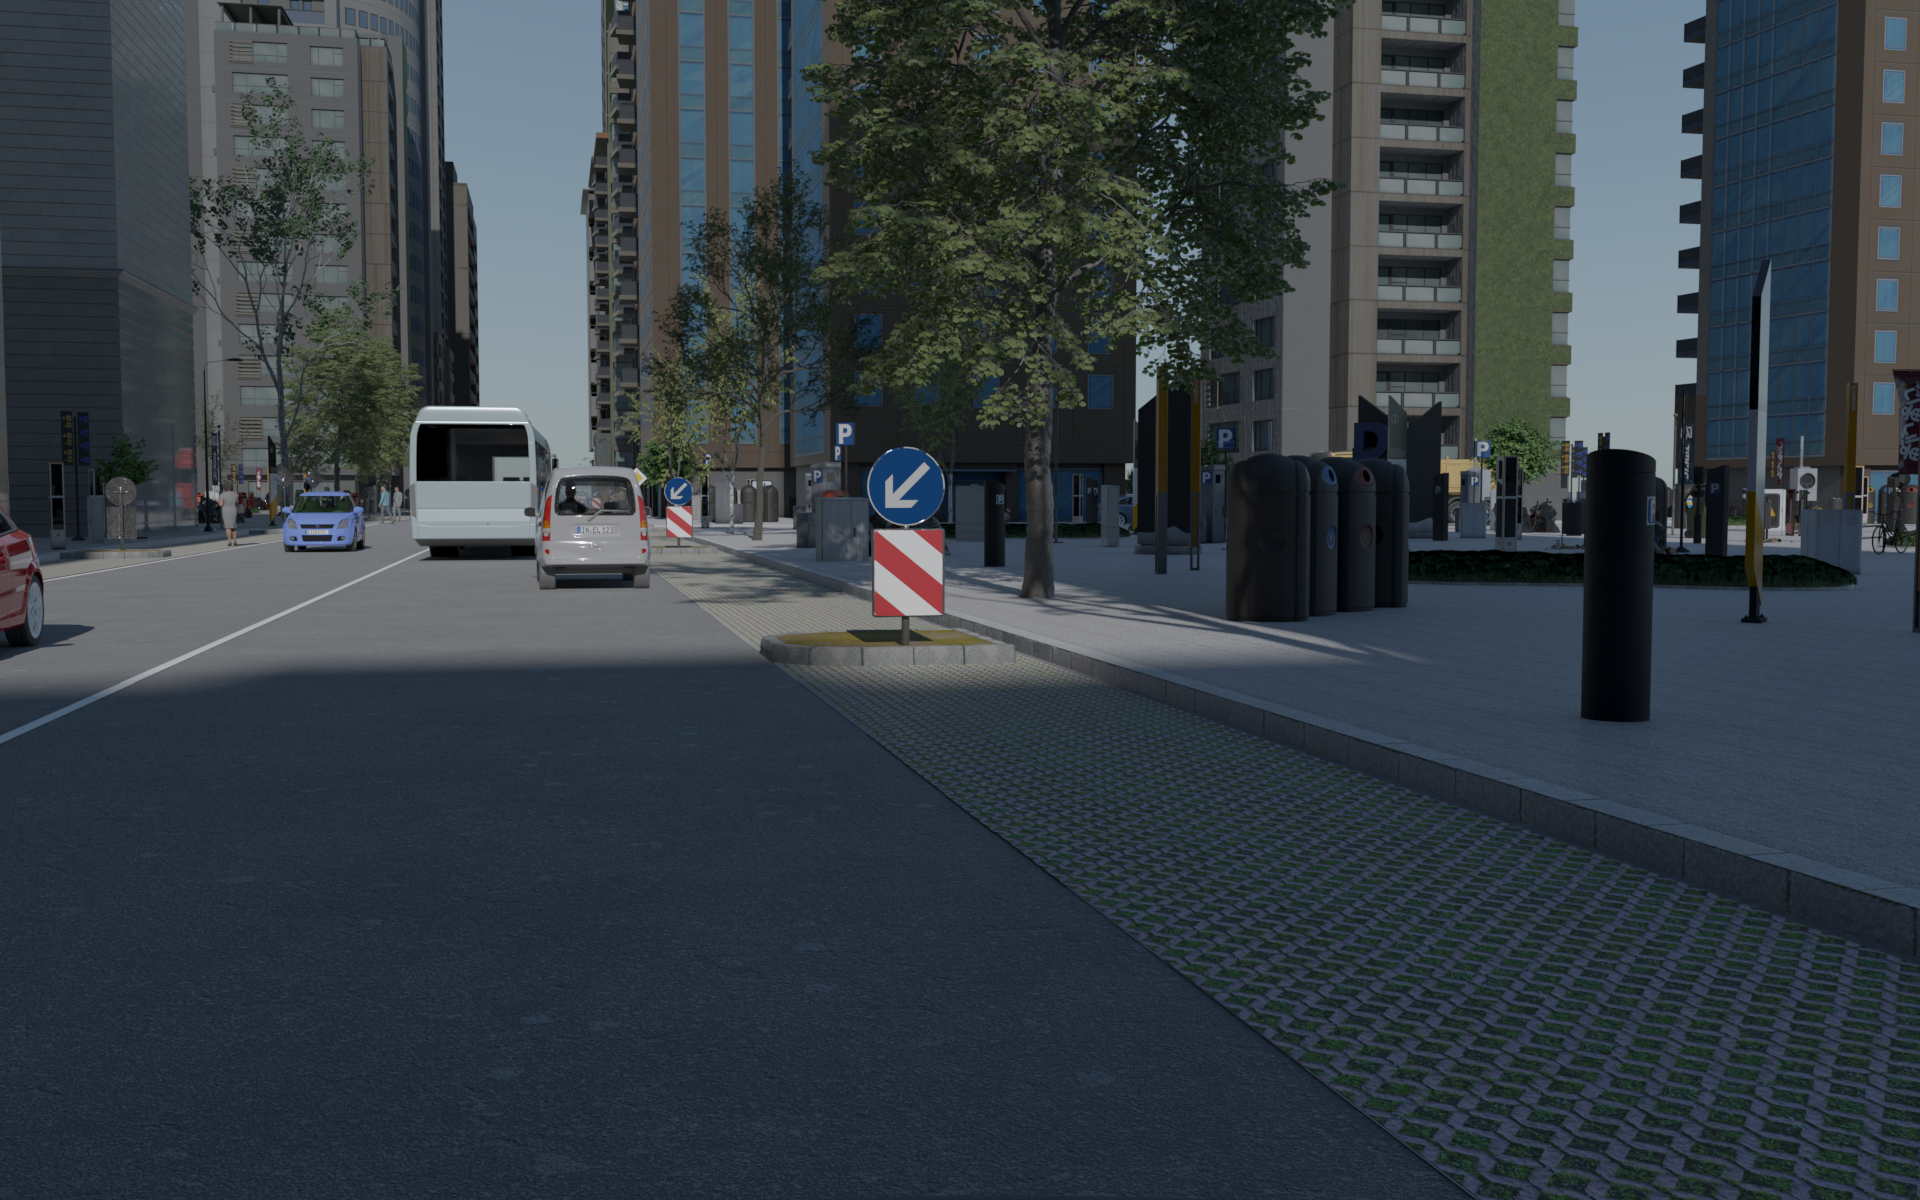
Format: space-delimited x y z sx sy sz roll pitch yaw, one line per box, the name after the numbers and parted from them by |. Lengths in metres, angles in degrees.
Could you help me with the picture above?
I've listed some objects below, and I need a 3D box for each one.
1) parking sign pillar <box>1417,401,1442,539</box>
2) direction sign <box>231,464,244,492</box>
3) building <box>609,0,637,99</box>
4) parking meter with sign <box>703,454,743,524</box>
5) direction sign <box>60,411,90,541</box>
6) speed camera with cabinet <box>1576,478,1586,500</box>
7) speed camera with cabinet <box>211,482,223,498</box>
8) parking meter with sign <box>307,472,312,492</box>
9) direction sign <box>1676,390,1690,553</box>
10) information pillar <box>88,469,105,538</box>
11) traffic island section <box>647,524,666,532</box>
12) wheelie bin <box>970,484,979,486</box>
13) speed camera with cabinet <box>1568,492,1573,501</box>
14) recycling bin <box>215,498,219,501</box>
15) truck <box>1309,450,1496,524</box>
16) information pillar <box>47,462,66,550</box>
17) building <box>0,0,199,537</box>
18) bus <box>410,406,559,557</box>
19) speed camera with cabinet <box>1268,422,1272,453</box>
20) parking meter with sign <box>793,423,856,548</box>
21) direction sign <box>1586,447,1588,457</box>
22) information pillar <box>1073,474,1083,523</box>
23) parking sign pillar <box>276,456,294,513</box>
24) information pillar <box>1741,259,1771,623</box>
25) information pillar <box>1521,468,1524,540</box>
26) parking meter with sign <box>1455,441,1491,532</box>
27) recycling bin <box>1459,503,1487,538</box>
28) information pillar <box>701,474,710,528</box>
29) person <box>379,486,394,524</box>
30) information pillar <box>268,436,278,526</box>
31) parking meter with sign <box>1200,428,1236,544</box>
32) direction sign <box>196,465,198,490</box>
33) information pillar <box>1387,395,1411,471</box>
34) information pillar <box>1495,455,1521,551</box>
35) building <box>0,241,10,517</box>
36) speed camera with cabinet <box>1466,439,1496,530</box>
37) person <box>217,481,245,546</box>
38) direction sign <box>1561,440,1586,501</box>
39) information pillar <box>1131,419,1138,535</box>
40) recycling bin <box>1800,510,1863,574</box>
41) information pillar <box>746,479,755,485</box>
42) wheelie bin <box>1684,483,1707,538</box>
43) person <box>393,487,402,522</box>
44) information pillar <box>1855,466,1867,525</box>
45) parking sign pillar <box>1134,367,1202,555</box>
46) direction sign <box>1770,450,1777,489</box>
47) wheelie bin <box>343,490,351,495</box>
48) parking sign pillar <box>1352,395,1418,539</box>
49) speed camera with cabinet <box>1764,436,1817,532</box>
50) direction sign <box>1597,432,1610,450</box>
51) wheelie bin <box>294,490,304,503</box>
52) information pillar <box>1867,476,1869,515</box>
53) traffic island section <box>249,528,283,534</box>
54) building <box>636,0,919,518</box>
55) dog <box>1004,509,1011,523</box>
13.309 -3.778 50.242 1.447 3.967 1.447 -2 4 -27 | parking sign pillar
-54.821 -8.527 131.410 0.876 3.537 0.379 -1 4 -20 | direction sign
-14.391 -28.990 128.609 22.147 44.769 28.867 -1 4 -13 | building
-10.176 -4.799 74.730 1.738 3.016 0.543 2 4 23 | parking meter with sign
-24.245 -3.397 47.530 0.379 3.537 0.876 1 4 22 | direction sign
40.668 -7.247 112.824 0.660 3.252 2.038 2 4 31 | speed camera with cabinet
-55.235 -8.222 128.759 0.660 3.252 2.038 -1 4 -14 | speed camera with cabinet
-51.178 -8.546 135.995 0.543 3.016 1.738 0 4 -5 | parking meter with sign
15.855 -2.812 37.974 0.379 3.537 0.876 2 4 27 | direction sign
-25.332 -2.835 50.839 0.304 2.012 0.304 3 4 38 | information pillar
-12.257 -2.667 65.889 2.009 0.180 2.903 -1 4 -13 | traffic island section
0.435 -2.853 54.555 0.693 1.594 0.980 -1 4 -22 | wheelie bin
43.014 -7.958 124.447 0.660 3.252 2.038 -2 4 -33 | speed camera with cabinet
-53.111 -6.841 124.404 0.722 1.027 0.722 -1 4 -12 | recycling bin
19.621 -5.005 77.762 9.791 3.379 3.469 -1 4 -11 | truck
-20.920 -2.179 40.117 0.304 2.012 0.304 -2 4 -34 | information pillar
-40.545 -16.846 52.920 29.804 29.767 11.434 -1 4 -13 | building
-11.564 -2.934 42.836 2.948 3.499 13.247 -1 4 -12 | bus
9.158 -3.232 47.180 2.038 3.252 0.660 2 4 27 | speed camera with cabinet
-3.251 -2.779 41.699 0.543 3.016 1.738 2 4 34 | parking meter with sign
29.759 -5.582 83.265 0.876 3.537 0.379 -1 4 -15 | direction sign
4.348 -3.639 63.989 0.304 2.012 0.304 2 4 23 | information pillar
-47.072 -8.071 120.430 1.447 3.967 1.447 -2 4 -27 | parking sign pillar
7.908 -1.579 17.173 0.183 3.616 0.504 2 4 34 | information pillar
15.513 -2.686 48.404 0.304 2.012 0.304 -1 4 -16 | information pillar
16.935 -3.742 57.446 0.543 3.016 1.738 0 4 -8 | parking meter with sign
14.977 -2.327 50.597 0.722 1.027 0.722 1 4 12 | recycling bin
-9.539 -3.696 64.918 0.304 2.012 0.304 0 4 1 | information pillar
-27.461 -4.553 82.799 0.748 1.841 0.638 2 4 30 | person
-27.704 -4.798 69.797 0.183 3.616 0.504 1 4 8 | information pillar
6.550 -2.991 45.170 0.543 3.016 1.738 2 4 35 | parking meter with sign
-54.648 -8.076 124.044 0.379 3.537 0.876 -1 4 -21 | direction sign
10.357 -3.044 41.125 0.504 3.616 0.183 -1 4 -20 | information pillar
10.418 -1.744 33.010 0.304 2.012 0.304 -1 4 -10 | information pillar
-26.065 -13.062 18.076 19.350 26.468 34.151 -1 4 -13 | building
18.963 -4.106 61.465 0.660 3.252 2.038 -3 4 -36 | speed camera with cabinet
-19.878 -2.347 47.230 0.532 1.782 0.716 3 5 43 | person
25.881 -4.973 73.305 0.876 3.537 0.379 1 4 18 | direction sign
5.658 -3.864 54.537 0.504 3.616 0.183 -2 4 -27 | information pillar
14.082 -0.945 28.005 0.722 1.027 0.722 0 4 7 | recycling bin
-10.377 -4.981 85.936 0.304 2.012 0.304 3 5 44 | information pillar
21.475 -2.589 50.243 0.980 1.594 0.693 -3 5 -40 | wheelie bin
-29.399 -5.007 90.470 0.635 1.810 0.391 1 4 21 | person
23.252 -2.478 45.003 0.304 2.012 0.304 1 4 9 | information pillar
4.468 -2.975 37.119 1.447 3.967 1.447 3 4 36 | parking sign pillar
41.663 -5.911 88.636 0.876 3.537 0.379 -3 4 -39 | direction sign
-50.346 -8.221 142.325 0.693 1.594 0.980 2 4 32 | wheelie bin
11.262 -3.568 46.805 1.447 3.967 1.447 -3 5 -45 | parking sign pillar
28.026 -3.951 58.935 2.038 3.252 0.660 0 4 -2 | speed camera with cabinet
23.671 -4.389 63.760 0.379 3.537 0.876 0 4 -7 | direction sign
-48.562 -7.316 127.522 0.980 1.594 0.693 0 4 8 | wheelie bin
37.681 -4.146 72.283 0.304 2.012 0.304 0 4 7 | information pillar
-24.566 -2.491 63.013 2.009 0.180 2.903 -1 4 -13 | traffic island section
-11.109 -27.460 99.082 14.600 45.320 14.200 -1 4 -13 | building
1.917 -3.466 73.504 0.513 0.831 0.800 0 3 0 | dog
